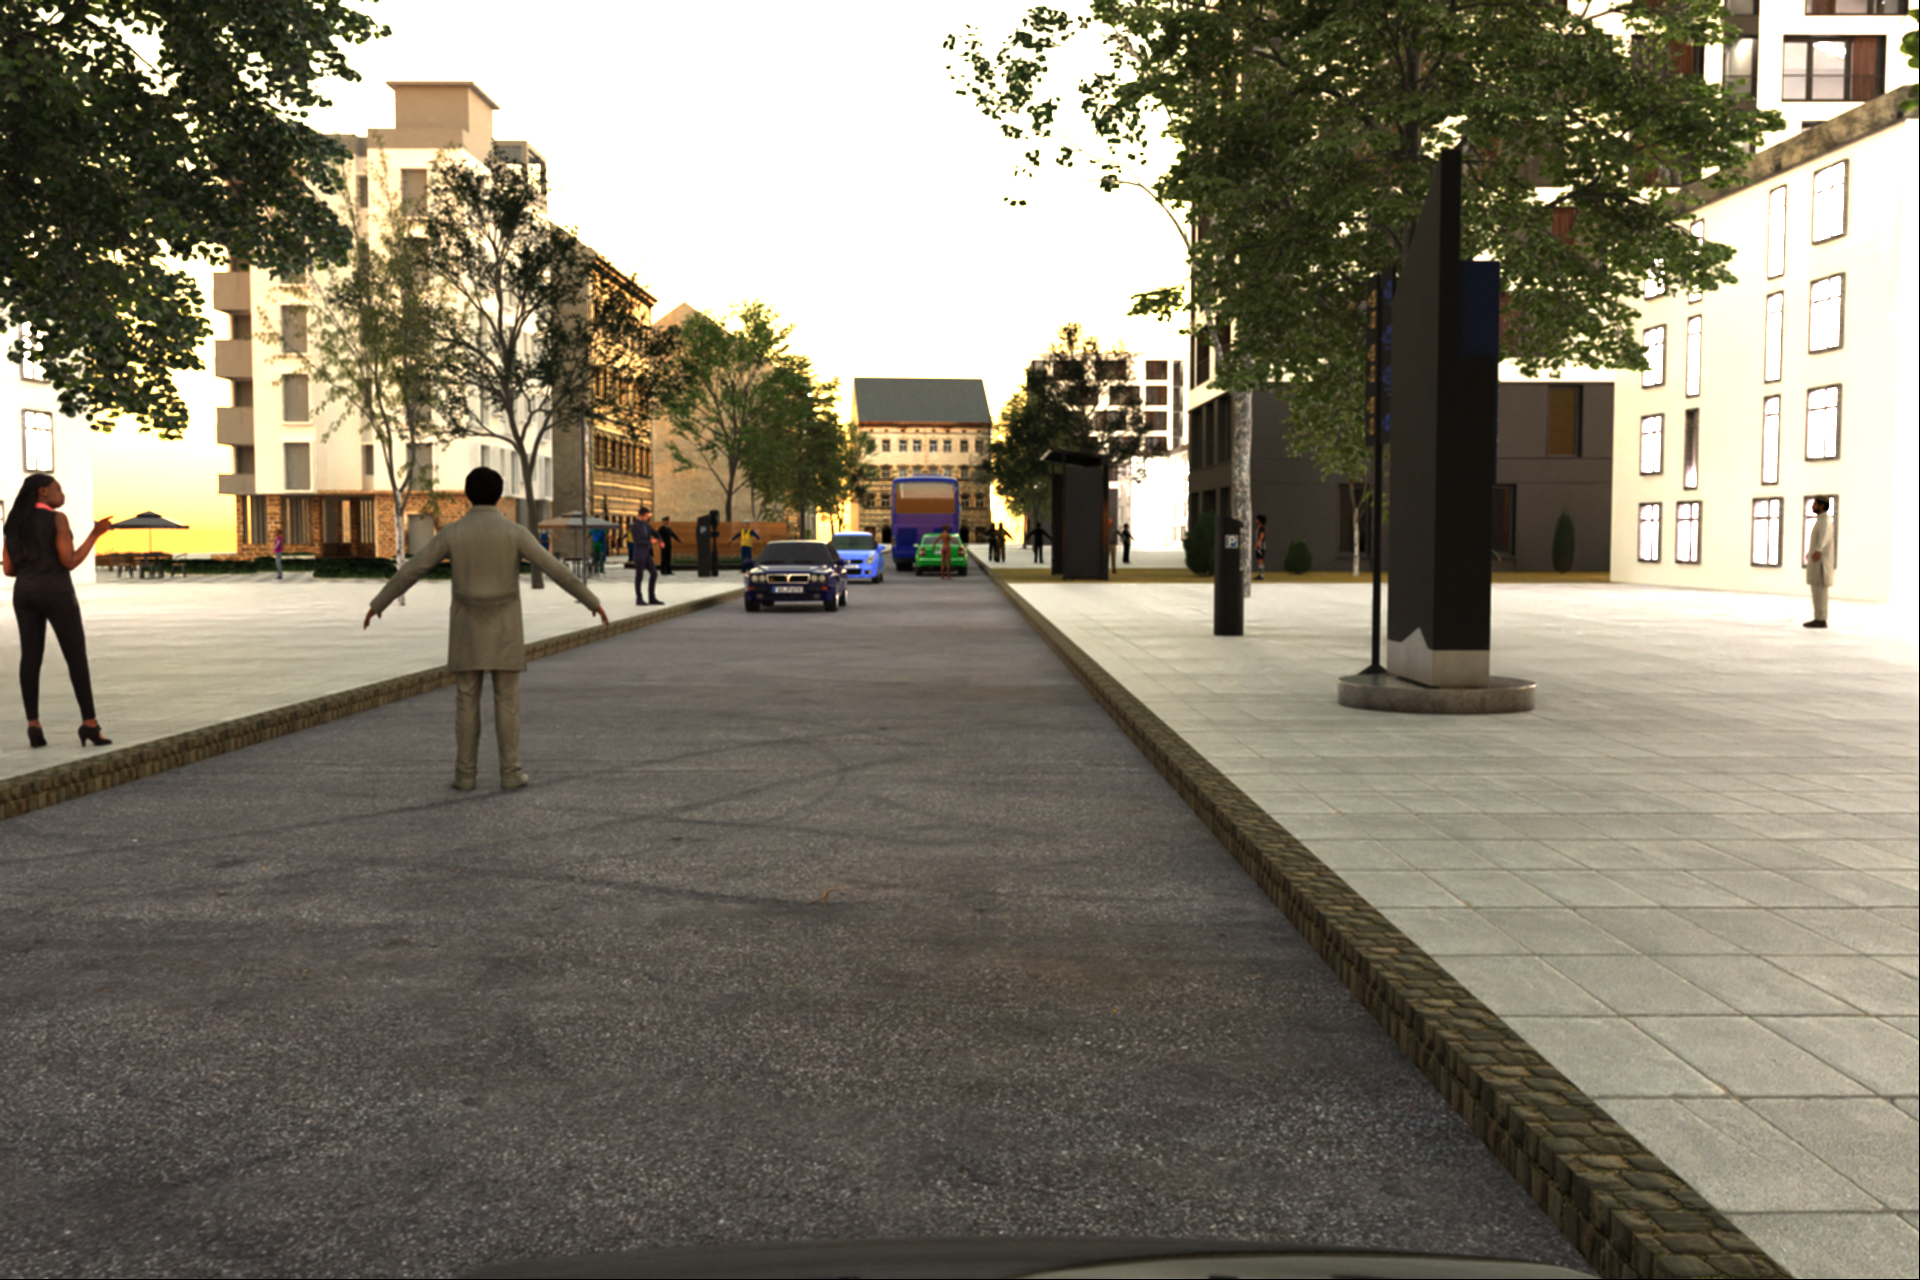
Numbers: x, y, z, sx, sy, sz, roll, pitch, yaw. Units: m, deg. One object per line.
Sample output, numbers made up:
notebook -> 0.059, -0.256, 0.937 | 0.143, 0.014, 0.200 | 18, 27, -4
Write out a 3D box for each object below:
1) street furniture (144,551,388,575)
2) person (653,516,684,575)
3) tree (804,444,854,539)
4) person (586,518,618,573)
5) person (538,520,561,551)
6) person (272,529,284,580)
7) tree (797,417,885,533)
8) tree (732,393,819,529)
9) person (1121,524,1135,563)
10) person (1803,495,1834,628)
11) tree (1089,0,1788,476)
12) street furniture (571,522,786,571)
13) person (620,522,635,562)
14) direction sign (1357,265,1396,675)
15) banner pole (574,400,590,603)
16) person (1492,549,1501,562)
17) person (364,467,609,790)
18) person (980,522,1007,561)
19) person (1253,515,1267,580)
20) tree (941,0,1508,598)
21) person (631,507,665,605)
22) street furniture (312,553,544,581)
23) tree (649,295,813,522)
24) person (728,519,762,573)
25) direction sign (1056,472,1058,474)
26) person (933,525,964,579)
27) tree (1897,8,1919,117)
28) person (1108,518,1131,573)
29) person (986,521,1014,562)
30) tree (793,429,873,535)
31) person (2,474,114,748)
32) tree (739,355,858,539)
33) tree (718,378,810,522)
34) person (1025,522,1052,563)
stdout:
street furniture -> -23.565, -2.657, 59.071 | 5.734, 0.657, 10.072 | 1, 4, 21
person -> -9.246, -2.977, 54.604 | 0.705, 1.837, 1.347 | 2, 4, 33
tree -> -9.888, -11.146, 132.606 | 4.737, 8.622, 4.395 | 0, 3, 0
person -> -11.773, -3.085, 56.574 | 1.347, 1.817, 0.704 | 2, 4, 24
person -> -16.798, -3.923, 69.994 | 1.347, 1.847, 0.705 | -1, 4, -10
person -> -19.322, -2.427, 48.940 | 0.599, 1.433, 0.991 | -1, 4, -15
tree -> -10.454, -13.794, 151.289 | 9.928, 11.665, 9.643 | 0, 3, 0
tree -> -10.163, -8.501, 89.358 | 4.360, 8.622, 3.978 | 0, 3, 0
person -> 7.372, -4.237, 75.989 | 0.721, 1.740, 1.216 | 2, 4, 35
person -> 11.819, -1.087, 23.859 | 0.704, 1.819, 1.344 | 1, 4, 23
tree -> 5.372, -6.244, 20.222 | 7.486, 12.596, 7.792 | 0, 3, 0
street furniture -> -7.988, -3.484, 63.814 | 11.010, 1.723, 9.812 | -2, 4, -26
person -> -14.855, -4.416, 78.175 | 1.349, 1.833, 0.705 | 3, 5, 42
direction sign -> 3.652, -1.414, 15.116 | 0.379, 3.537, 0.876 | 0, 4, -1
banner pole -> -7.035, -2.603, 32.581 | 0.401, 3.779, 0.863 | 0, 4, -1
person -> 9.557, -1.410, 32.259 | 0.989, 1.438, 0.599 | 1, 4, 17
person -> -2.672, -0.070, 9.780 | 1.347, 1.806, 0.705 | -1, 4, -11
person -> 1.579, -4.679, 82.286 | 1.354, 1.856, 0.705 | -1, 4, -17
person -> 8.417, -2.603, 48.704 | 0.704, 1.843, 1.345 | 1, 4, 8
tree -> 5.845, -11.015, 35.988 | 12.611, 20.169, 13.585 | 0, 3, 0
person -> -5.576, -1.509, 31.167 | 0.568, 1.767, 0.683 | 1, 4, 20
street furniture -> -15.768, -2.231, 52.095 | 5.734, 0.657, 10.072 | 0, 4, 0
tree -> -9.932, -9.119, 74.850 | 9.928, 11.665, 9.643 | 0, 3, 0
person -> -7.036, -3.078, 56.790 | 1.216, 1.772, 0.721 | 1, 4, 21
direction sign -> 3.552, -4.374, 63.516 | 0.379, 3.537, 0.876 | 0, 4, -1
person -> -0.399, -2.800, 55.034 | 1.217, 1.733, 0.721 | 3, 4, 37
tree -> 6.168, -5.360, 5.770 | 7.486, 12.596, 7.792 | 0, 3, 0
person -> 4.946, -3.104, 57.021 | 1.348, 1.796, 0.705 | 0, 4, 5
person -> 1.855, -4.484, 79.078 | 1.354, 1.858, 0.705 | -1, 4, -18
tree -> -10.548, -12.633, 140.965 | 7.601, 10.594, 8.767 | 1, 4, 22
person -> -5.439, -0.181, 10.472 | 0.593, 1.643, 0.415 | -2, 4, -34
tree -> -10.323, -11.735, 109.986 | 7.486, 12.596, 7.792 | 0, 3, 0
tree -> -9.487, -8.038, 81.789 | 4.737, 8.622, 4.395 | 0, 3, 0
person -> 3.483, -4.304, 76.553 | 1.347, 1.806, 0.705 | 1, 4, 18
